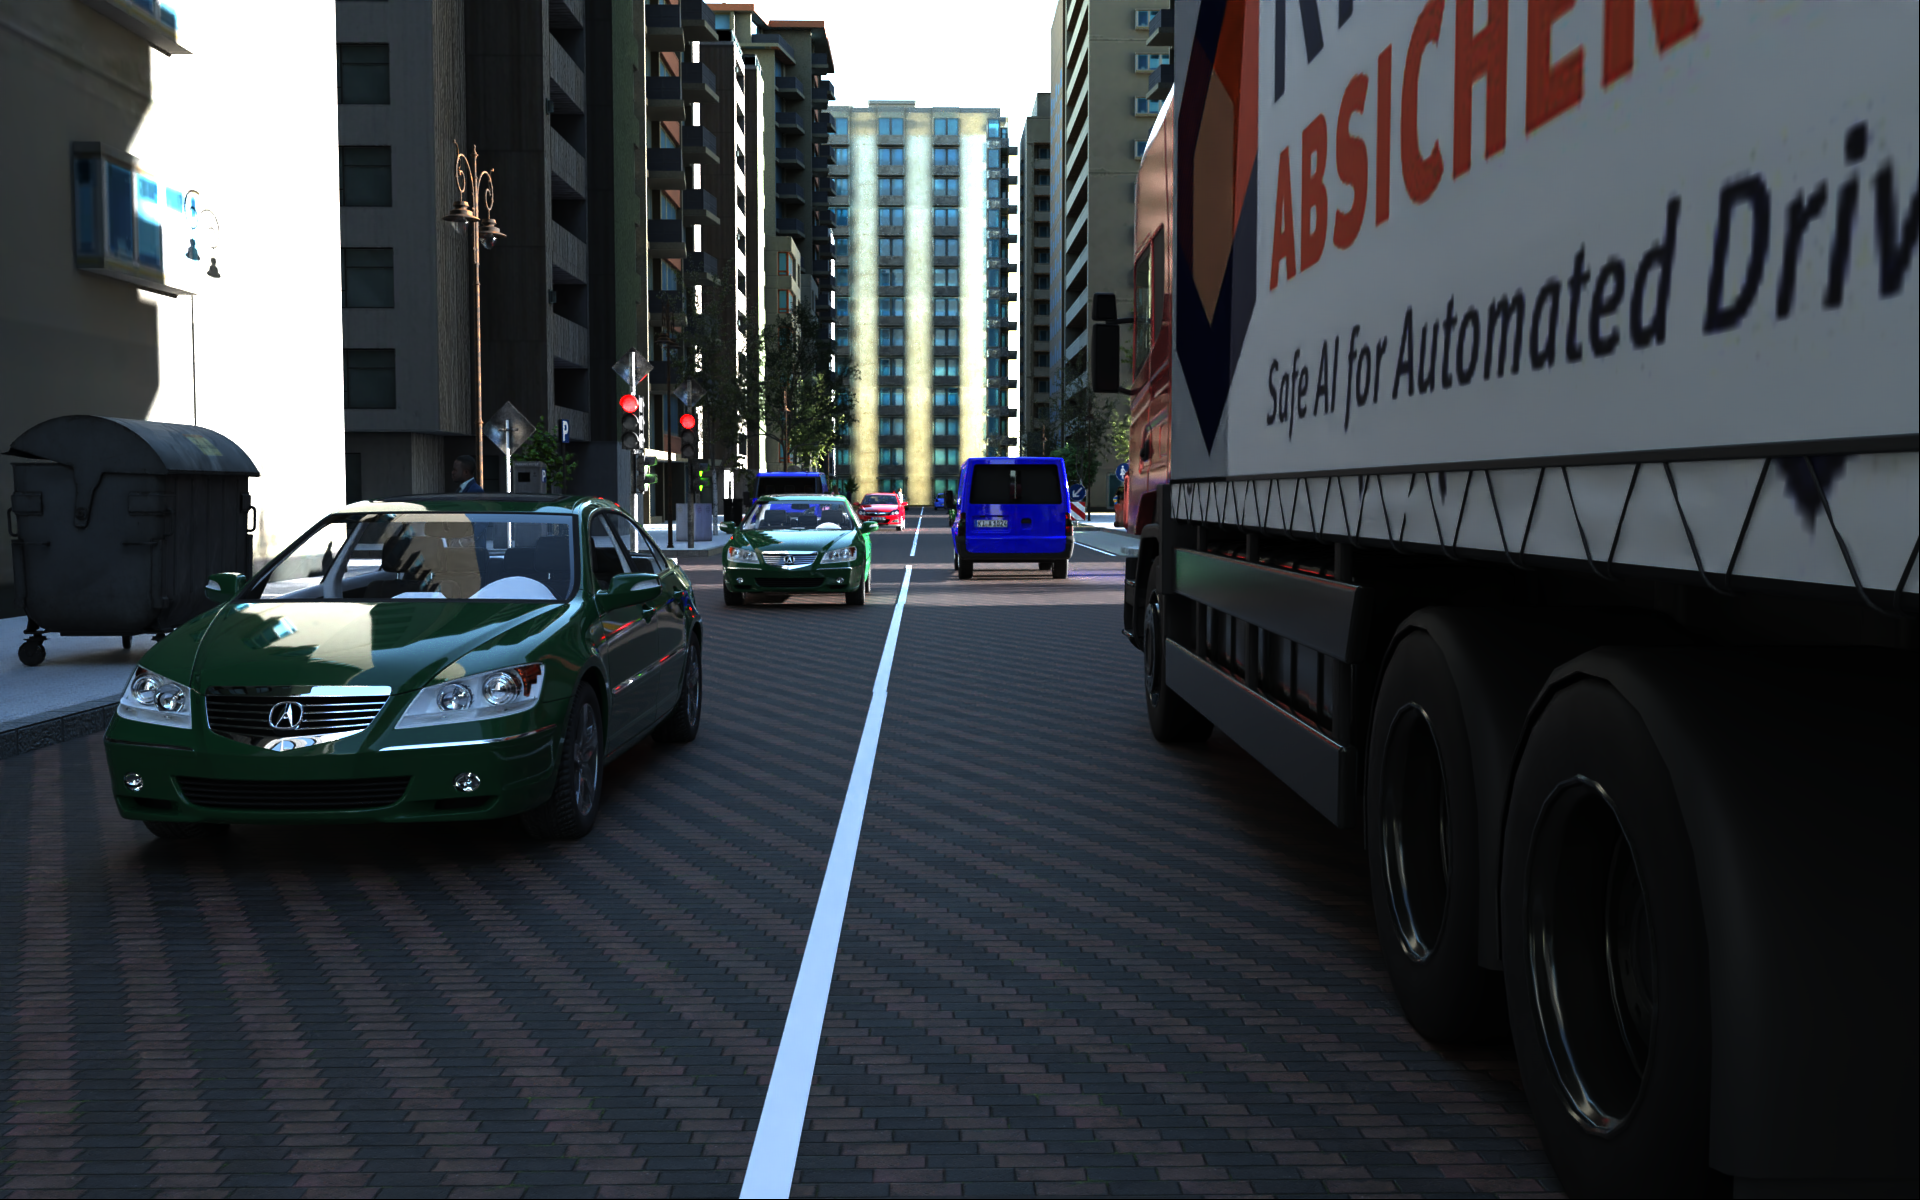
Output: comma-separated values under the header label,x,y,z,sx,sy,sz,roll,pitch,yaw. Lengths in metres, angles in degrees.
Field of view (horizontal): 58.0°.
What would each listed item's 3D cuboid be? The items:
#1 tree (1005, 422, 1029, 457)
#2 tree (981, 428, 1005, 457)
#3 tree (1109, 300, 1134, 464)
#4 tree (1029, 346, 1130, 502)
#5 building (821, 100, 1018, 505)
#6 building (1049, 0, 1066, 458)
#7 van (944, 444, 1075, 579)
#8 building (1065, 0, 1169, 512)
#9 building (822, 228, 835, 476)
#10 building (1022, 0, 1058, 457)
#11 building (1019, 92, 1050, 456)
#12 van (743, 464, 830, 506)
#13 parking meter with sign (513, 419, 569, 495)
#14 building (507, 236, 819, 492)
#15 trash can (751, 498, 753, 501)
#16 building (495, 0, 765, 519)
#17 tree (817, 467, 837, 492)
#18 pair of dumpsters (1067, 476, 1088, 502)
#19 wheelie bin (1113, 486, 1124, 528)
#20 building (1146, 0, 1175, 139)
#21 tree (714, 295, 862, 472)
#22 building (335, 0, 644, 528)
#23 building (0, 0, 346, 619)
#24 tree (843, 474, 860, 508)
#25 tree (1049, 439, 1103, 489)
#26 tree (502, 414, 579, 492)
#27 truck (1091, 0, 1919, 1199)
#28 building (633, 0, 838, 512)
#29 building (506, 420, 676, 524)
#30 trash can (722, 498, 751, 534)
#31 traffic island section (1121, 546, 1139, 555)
label,x,y,z,sx,sy,sz,roll,pitch,yaw
tree,6.094,-10.889,128.400,4.360,8.622,3.978,0,3,0
tree,4.498,-14.877,193.599,4.360,8.622,3.978,0,3,0
tree,7.208,-6.537,57.242,4.737,8.622,4.395,0,3,0
tree,6.320,-8.369,87.202,4.360,8.622,3.978,0,3,0
building,-8.343,-36.312,213.316,30.456,49.044,23.786,0,4,-1
building,15.242,-30.646,151.172,14.600,45.320,14.200,0,4,-1
van,0.856,-1.624,30.932,2.240,2.365,5.245,0,4,-1
building,19.513,-31.134,132.739,21.300,48.544,21.600,0,4,-1
building,-20.285,-25.089,181.902,14.107,30.474,14.160,0,4,-1
building,18.212,-52.592,172.547,22.319,86.520,31.000,0,4,-1
building,18.027,-36.031,212.814,21.600,48.544,21.300,0,4,-1
van,-4.507,-2.559,46.216,2.240,2.365,5.245,0,4,-2
parking meter with sign,-10.074,-2.710,40.575,1.738,3.016,0.543,0,4,5
building,-25.397,-17.460,130.518,27.650,21.520,28.899,0,4,-1
trash can,-7.559,-3.170,63.483,0.748,1.137,0.748,0,3,0
building,-19.868,-20.603,108.555,14.160,30.474,14.107,0,4,-1
tree,-9.663,-7.712,120.694,1.663,3.219,1.824,0,3,0
pair of dumpsters,5.999,-5.547,93.184,1.574,2.255,4.437,0,4,-1
wheelie bin,6.357,-3.583,66.496,0.980,1.594,0.693,-3,4,-37
building,21.763,-26.832,93.335,22.147,44.769,28.867,0,4,-1
tree,-8.035,-8.958,80.873,7.601,10.594,8.767,0,4,8
building,-17.415,-17.005,49.727,14.160,30.474,14.107,0,4,-1
building,-20.333,-23.998,16.075,21.600,48.544,21.300,0,4,-1
tree,-10.334,-10.433,165.178,1.663,3.219,1.824,0,3,0
tree,6.814,-7.765,110.675,4.285,4.588,4.351,0,3,0
tree,-10.062,-2.906,42.119,1.663,3.219,1.824,0,3,0
truck,2.320,-1.082,6.597,2.839,4.237,11.283,0,4,-1
building,-22.748,-30.830,158.694,22.147,44.769,28.867,0,4,-1
building,-22.915,-25.933,78.621,22.147,44.769,28.867,0,4,-1
trash can,-7.347,-2.718,56.089,0.748,1.137,0.748,0,3,0
traffic island section,4.928,-1.167,41.355,2.009,0.180,2.903,0,4,-1
